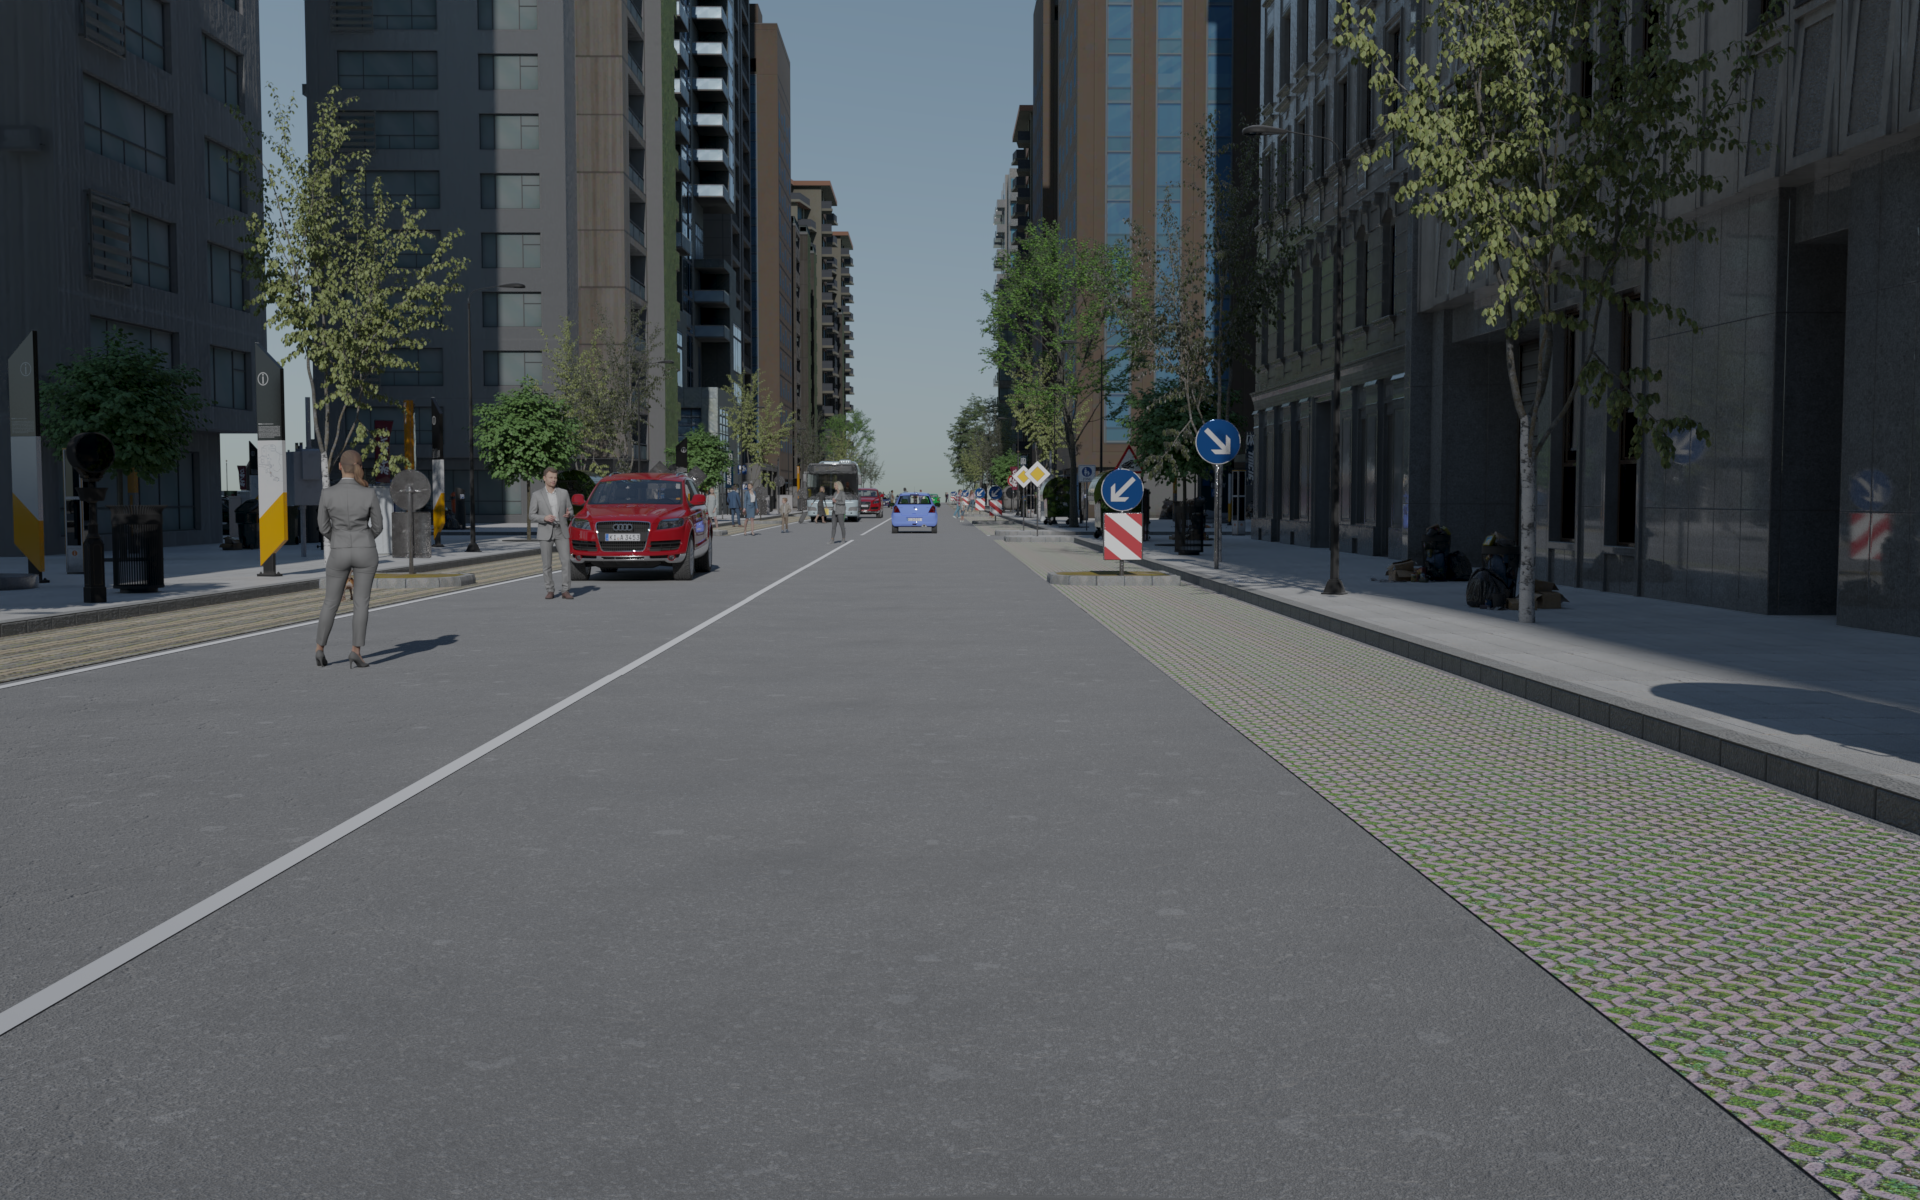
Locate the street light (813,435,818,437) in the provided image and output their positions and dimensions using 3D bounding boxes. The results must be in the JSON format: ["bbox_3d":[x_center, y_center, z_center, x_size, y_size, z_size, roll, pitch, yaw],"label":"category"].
[{"bbox_3d":[-11.849,-10.034,136.599,1.470,5.913,1.316,0,4,-1],"label":"street light"}]

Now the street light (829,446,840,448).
[{"bbox_3d":[-12.270,-11.901,167.114,1.470,5.913,1.316,0,4,-1],"label":"street light"}]

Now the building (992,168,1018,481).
[{"bbox_3d":[16.217,-38.839,254.622,23.786,49.044,30.456,0,4,-1],"label":"building"}]

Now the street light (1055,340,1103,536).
[{"bbox_3d":[3.735,-4.884,52.395,1.470,5.913,1.316,0,4,-1],"label":"street light"}]

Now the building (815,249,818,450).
[{"bbox_3d":[-23.335,-25.738,192.517,14.160,30.474,14.107,0,4,-1],"label":"building"}]

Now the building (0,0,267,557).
[{"bbox_3d":[-25.171,-21.841,40.700,14.086,41.232,14.154,0,4,-1],"label":"building"}]

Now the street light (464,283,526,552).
[{"bbox_3d":[-10.241,-4.015,38.181,1.470,5.913,1.316,0,4,-1],"label":"street light"}]

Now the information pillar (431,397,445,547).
[{"bbox_3d":[-12.609,-3.087,41.835,0.183,3.616,0.504,-3,5,-40],"label":"information pillar"}]

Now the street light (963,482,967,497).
[{"bbox_3d":[1.382,-14.627,211.687,1.470,5.913,1.316,0,4,-1],"label":"street light"}]

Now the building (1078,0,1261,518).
[{"bbox_3d":[12.872,-27.318,96.766,14.600,45.320,14.200,0,4,-1],"label":"building"}]

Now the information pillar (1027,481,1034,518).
[{"bbox_3d":[3.747,-5.365,92.205,0.304,2.012,0.304,3,4,38],"label":"information pillar"}]

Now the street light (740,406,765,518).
[{"bbox_3d":[-11.023,-7.288,91.706,1.470,5.913,1.316,0,4,-1],"label":"street light"}]

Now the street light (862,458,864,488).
[{"bbox_3d":[-12.985,-15.175,220.652,1.470,5.913,1.316,0,4,-1],"label":"street light"}]

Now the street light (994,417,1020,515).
[{"bbox_3d":[2.975,-8.095,104.901,1.470,5.913,1.316,0,4,-1],"label":"street light"}]

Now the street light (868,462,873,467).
[{"bbox_3d":[-13.463,-17.076,251.738,1.470,5.913,1.316,0,4,-1],"label":"street light"}]

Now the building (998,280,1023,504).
[{"bbox_3d":[12.021,-28.175,232.358,14.160,30.474,14.107,0,4,-1],"label":"building"}]

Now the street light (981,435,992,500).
[{"bbox_3d":[2.496,-9.969,135.531,1.470,5.913,1.316,0,4,-1],"label":"street light"}]

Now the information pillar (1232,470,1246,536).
[{"bbox_3d":[8.608,-2.995,53.458,0.304,2.012,0.304,-2,4,-28],"label":"information pillar"}]

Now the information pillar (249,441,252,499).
[{"bbox_3d":[-31.109,-5.198,76.347,0.183,3.616,0.504,2,4,25],"label":"information pillar"}]

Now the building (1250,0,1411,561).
[{"bbox_3d":[13.098,-11.661,39.816,9.793,20.994,18.267,0,4,-1],"label":"building"}]

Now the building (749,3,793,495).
[{"bbox_3d":[-23.342,-31.368,162.979,14.600,45.320,14.200,0,4,-1],"label":"building"}]

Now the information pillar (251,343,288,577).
[{"bbox_3d":[-10.667,-2.169,26.820,0.504,3.616,0.183,1,4,20],"label":"information pillar"}]

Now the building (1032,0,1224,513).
[{"bbox_3d":[13.434,-30.350,146.325,14.600,45.320,14.200,0,4,-1],"label":"building"}]

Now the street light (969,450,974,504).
[{"bbox_3d":[1.820,-12.775,181.409,1.470,5.913,1.316,0,4,-1],"label":"street light"}]

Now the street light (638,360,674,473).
[{"bbox_3d":[-10.605,-5.361,60.189,1.470,5.913,1.316,0,4,-1],"label":"street light"}]

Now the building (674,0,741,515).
[{"bbox_3d":[-26.006,-49.226,117.523,22.319,86.520,31.000,0,4,-1],"label":"building"}]

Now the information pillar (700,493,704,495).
[{"bbox_3d":[-14.504,-6.429,96.476,0.504,3.616,0.183,-2,4,-31],"label":"information pillar"}]

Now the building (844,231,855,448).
[{"bbox_3d":[-28.451,-38.214,279.426,22.147,44.769,28.867,0,4,-1],"label":"building"}]

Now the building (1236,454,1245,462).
[{"bbox_3d":[26.689,-25.553,72.409,28.867,44.769,22.147,0,4,-1],"label":"building"}]

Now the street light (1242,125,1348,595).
[{"bbox_3d":[4.252,-3.025,21.993,1.470,5.913,1.316,0,4,-1],"label":"street light"}]

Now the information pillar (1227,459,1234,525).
[{"bbox_3d":[11.088,-4.861,70.832,0.183,3.616,0.504,2,4,26],"label":"information pillar"}]

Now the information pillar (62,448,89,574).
[{"bbox_3d":[-14.129,-1.423,27.762,0.304,2.012,0.304,0,4,4],"label":"information pillar"}]

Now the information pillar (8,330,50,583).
[{"bbox_3d":[-13.416,-2.052,24.905,0.504,3.616,0.183,1,4,19],"label":"information pillar"}]

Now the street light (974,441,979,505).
[{"bbox_3d":[2.206,-10.923,151.129,1.470,5.913,1.316,0,4,-1],"label":"street light"}]

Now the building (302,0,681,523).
[{"bbox_3d":[-21.194,-24.291,80.751,14.154,41.232,14.086,0,4,-1],"label":"building"}]

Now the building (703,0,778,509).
[{"bbox_3d":[-26.032,-43.205,144.661,20.563,71.187,20.611,0,4,-1],"label":"building"}]

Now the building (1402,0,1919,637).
[{"bbox_3d":[14.122,-12.393,20.650,12.078,24.808,19.932,0,4,-1],"label":"building"}]

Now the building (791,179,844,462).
[{"bbox_3d":[-27.994,-35.533,235.584,22.147,44.769,28.867,0,4,-1],"label":"building"}]

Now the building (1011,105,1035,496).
[{"bbox_3d":[17.001,-32.947,193.306,22.147,44.769,28.867,0,4,-1],"label":"building"}]

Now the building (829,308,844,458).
[{"bbox_3d":[-24.637,-29.766,258.368,14.160,30.474,14.107,0,4,-1],"label":"building"}]

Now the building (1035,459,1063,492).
[{"bbox_3d":[16.175,-41.782,121.387,20.563,71.187,20.611,0,4,-1],"label":"building"}]

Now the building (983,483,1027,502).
[{"bbox_3d":[19.889,-36.139,282.751,32.217,40.220,23.993,0,4,-1],"label":"building"}]

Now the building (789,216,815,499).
[{"bbox_3d":[-22.815,-24.877,178.442,14.160,30.474,14.107,0,4,-1],"label":"building"}]

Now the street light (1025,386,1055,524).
[{"bbox_3d":[3.471,-6.176,73.511,1.470,5.913,1.316,0,4,-1],"label":"street light"}]

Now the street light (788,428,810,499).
[{"bbox_3d":[-11.538,-9.140,121.984,1.470,5.913,1.316,0,4,-1],"label":"street light"}]

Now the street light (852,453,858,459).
[{"bbox_3d":[-12.718,-13.791,198.016,1.470,5.913,1.316,0,4,-1],"label":"street light"}]
